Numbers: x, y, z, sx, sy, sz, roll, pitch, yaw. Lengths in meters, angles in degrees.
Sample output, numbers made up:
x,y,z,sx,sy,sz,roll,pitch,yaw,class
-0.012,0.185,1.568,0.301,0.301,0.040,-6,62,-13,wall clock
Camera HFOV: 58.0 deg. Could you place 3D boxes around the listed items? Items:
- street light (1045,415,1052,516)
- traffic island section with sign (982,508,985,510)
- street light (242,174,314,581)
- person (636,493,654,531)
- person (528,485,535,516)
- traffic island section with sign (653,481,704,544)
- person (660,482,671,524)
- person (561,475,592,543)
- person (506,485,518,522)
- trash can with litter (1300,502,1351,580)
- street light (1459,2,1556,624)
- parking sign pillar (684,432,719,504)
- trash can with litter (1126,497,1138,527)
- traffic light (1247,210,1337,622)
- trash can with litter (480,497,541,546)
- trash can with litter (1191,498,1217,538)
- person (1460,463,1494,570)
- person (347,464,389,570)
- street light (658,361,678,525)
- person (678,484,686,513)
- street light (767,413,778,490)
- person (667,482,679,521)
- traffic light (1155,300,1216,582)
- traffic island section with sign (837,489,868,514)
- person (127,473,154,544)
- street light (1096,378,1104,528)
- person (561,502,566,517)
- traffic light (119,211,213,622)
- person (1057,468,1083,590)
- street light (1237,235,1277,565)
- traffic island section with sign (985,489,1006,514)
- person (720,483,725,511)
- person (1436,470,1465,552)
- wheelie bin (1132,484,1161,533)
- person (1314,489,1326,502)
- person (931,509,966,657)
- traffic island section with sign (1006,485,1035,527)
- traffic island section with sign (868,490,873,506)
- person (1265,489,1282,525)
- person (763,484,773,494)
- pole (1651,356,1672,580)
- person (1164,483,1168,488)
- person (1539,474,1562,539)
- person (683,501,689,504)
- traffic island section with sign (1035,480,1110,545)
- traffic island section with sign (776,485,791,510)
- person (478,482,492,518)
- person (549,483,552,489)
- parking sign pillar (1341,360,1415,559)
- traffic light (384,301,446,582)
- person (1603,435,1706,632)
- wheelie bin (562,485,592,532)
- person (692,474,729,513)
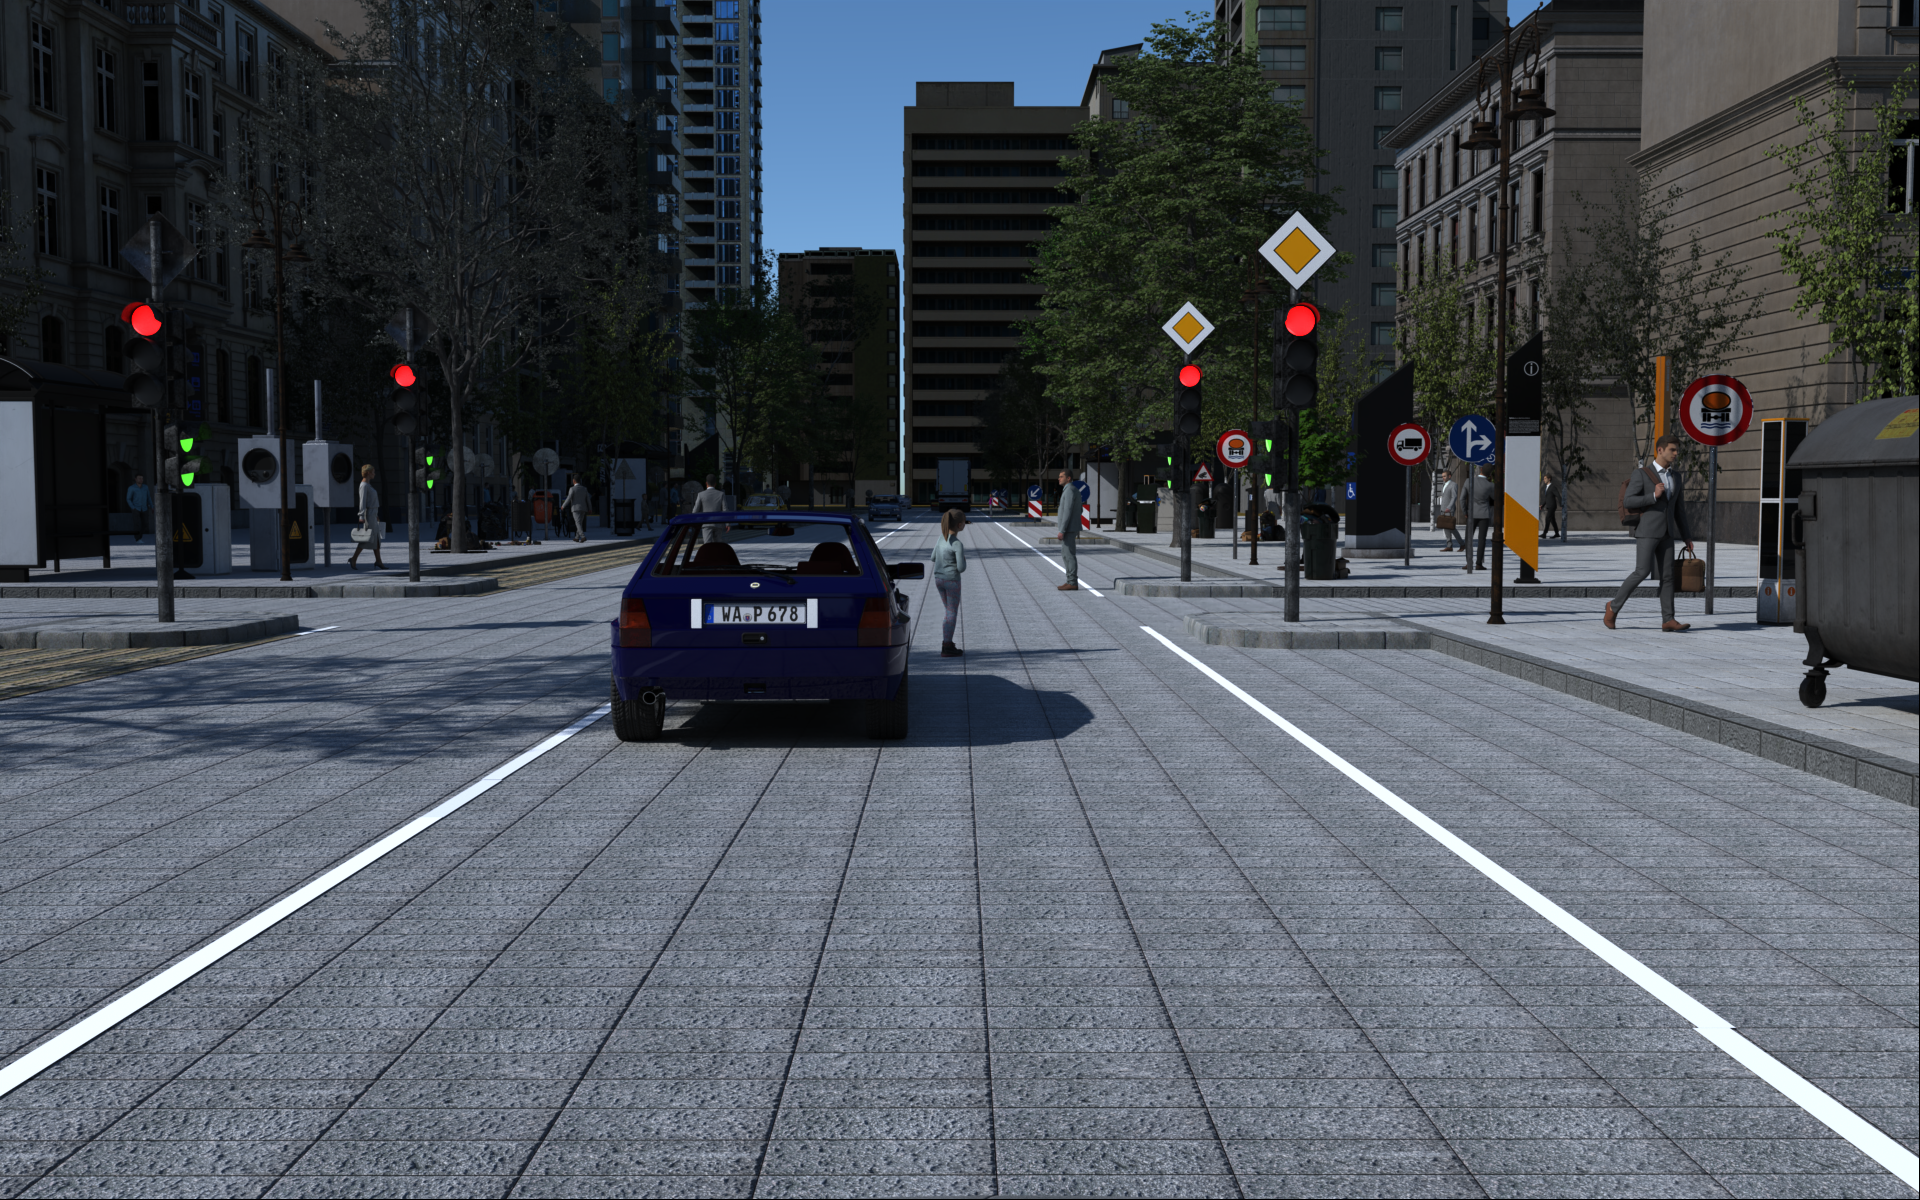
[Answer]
x,y,z,sx,sy,sz,roll,pitch,yaw,class
5.064,-7.780,99.988,0.468,5.910,1.993,0,4,0,street light
2.958,-8.901,154.162,1.989,1.847,2.006,0,4,0,traffic island section with sign
-9.979,-3.223,25.482,0.468,5.910,1.993,0,4,0,street light
-11.008,-3.064,60.408,0.640,1.303,0.475,-1,4,-22,person
-24.499,-5.676,99.072,0.478,1.798,0.641,3,5,43,person
-7.756,-2.543,50.205,1.989,1.847,2.006,0,4,0,traffic island section with sign
-12.389,-4.090,73.106,0.583,1.804,0.606,-3,5,-39,person
-10.096,-2.415,45.805,0.678,1.792,0.850,-3,5,-45,person
-20.609,-4.457,79.924,0.522,1.701,0.512,1,4,22,person
5.483,-0.903,26.156,0.624,1.170,1.055,2,4,33,trash can with litter
5.303,-2.701,16.949,0.468,5.910,1.993,0,4,0,street light
-11.081,-5.279,74.788,1.447,3.967,1.447,-2,4,-27,parking sign pillar
6.875,-3.391,66.836,1.055,1.170,0.624,1,4,20,trash can with litter
3.318,-1.736,17.307,0.839,4.253,0.868,0,4,0,traffic light
-11.420,-1.982,43.467,2.233,1.210,1.678,-3,5,-42,trash can with litter
7.000,-2.375,50.213,0.624,1.170,1.055,-2,4,-24,trash can with litter
8.750,-1.408,29.247,0.592,1.802,0.473,3,4,37,person
-10.049,-1.404,29.350,0.624,1.780,0.694,0,4,3,person
-10.144,-5.351,60.273,0.468,5.910,1.993,0,4,0,street light
-13.319,-4.709,83.312,0.520,1.790,0.573,0,4,2,person
-10.233,-7.445,94.508,0.468,5.910,1.993,0,4,0,street light
-12.654,-4.299,76.345,0.620,1.820,0.660,0,4,4,person
3.294,-2.225,25.292,0.839,4.253,0.868,0,4,0,traffic light
-7.974,-7.248,127.138,1.989,1.847,2.006,0,4,0,traffic island section with sign
-21.286,-2.376,44.906,0.620,1.820,0.660,2,4,29,person
5.249,-5.664,65.401,0.468,5.910,1.993,0,4,0,street light
-21.388,-5.317,93.204,0.478,1.798,0.641,0,4,-7,person
-7.944,-1.733,17.259,0.839,4.253,0.868,0,4,0,traffic light
1.631,-1.052,25.803,0.391,1.810,0.635,0,4,6,person
5.326,-3.573,31.207,0.468,5.910,1.993,0,4,0,street light
3.048,-7.250,127.160,1.989,1.847,2.006,0,4,0,traffic island section with sign
-10.737,-4.392,78.028,0.709,1.800,0.728,2,4,34,person
10.868,-1.980,38.544,0.853,1.813,0.709,-1,4,-18,person
6.105,-2.976,56.563,0.980,1.594,0.693,1,4,17,wheelie bin
16.057,-4.336,77.122,0.721,1.800,0.419,-2,4,-31,person
-0.074,-0.155,15.312,0.425,1.301,0.394,3,4,37,person
3.190,-4.179,76.961,1.989,1.847,2.006,0,4,0,traffic island section with sign
-8.054,-8.945,154.877,1.989,1.847,2.006,0,4,0,traffic island section with sign
9.081,-2.649,50.099,0.466,1.731,0.760,0,4,2,person
-10.326,-5.297,92.772,0.709,1.813,0.853,-2,4,-29,person
10.428,-1.952,25.751,0.158,3.312,0.155,0,3,0,pole
9.454,-4.520,80.040,0.778,1.811,0.616,1,4,19,person
16.971,-2.699,49.942,0.755,1.850,0.659,0,4,-2,person
-8.454,-2.481,54.078,0.382,1.210,0.505,-1,4,-17,person
3.270,-2.531,50.005,1.989,1.847,2.006,0,4,0,traffic island section with sign
-7.826,-4.192,77.160,1.989,1.847,2.006,0,4,0,traffic island section with sign
-22.504,-4.660,82.103,0.748,1.841,0.638,2,4,35,person
-20.892,-5.077,88.850,0.447,1.846,0.655,-1,4,-12,person
8.438,-2.838,34.866,1.447,3.967,1.447,-1,4,-20,parking sign pillar
-7.967,-2.222,25.244,0.839,4.253,0.868,0,4,0,traffic light
6.504,-0.624,16.214,0.622,1.834,0.822,-2,4,-29,person
-12.959,-3.106,58.687,0.980,1.594,0.693,-1,4,-23,wheelie bin
-4.507,-1.383,31.394,0.678,1.792,0.850,-1,4,-13,person
